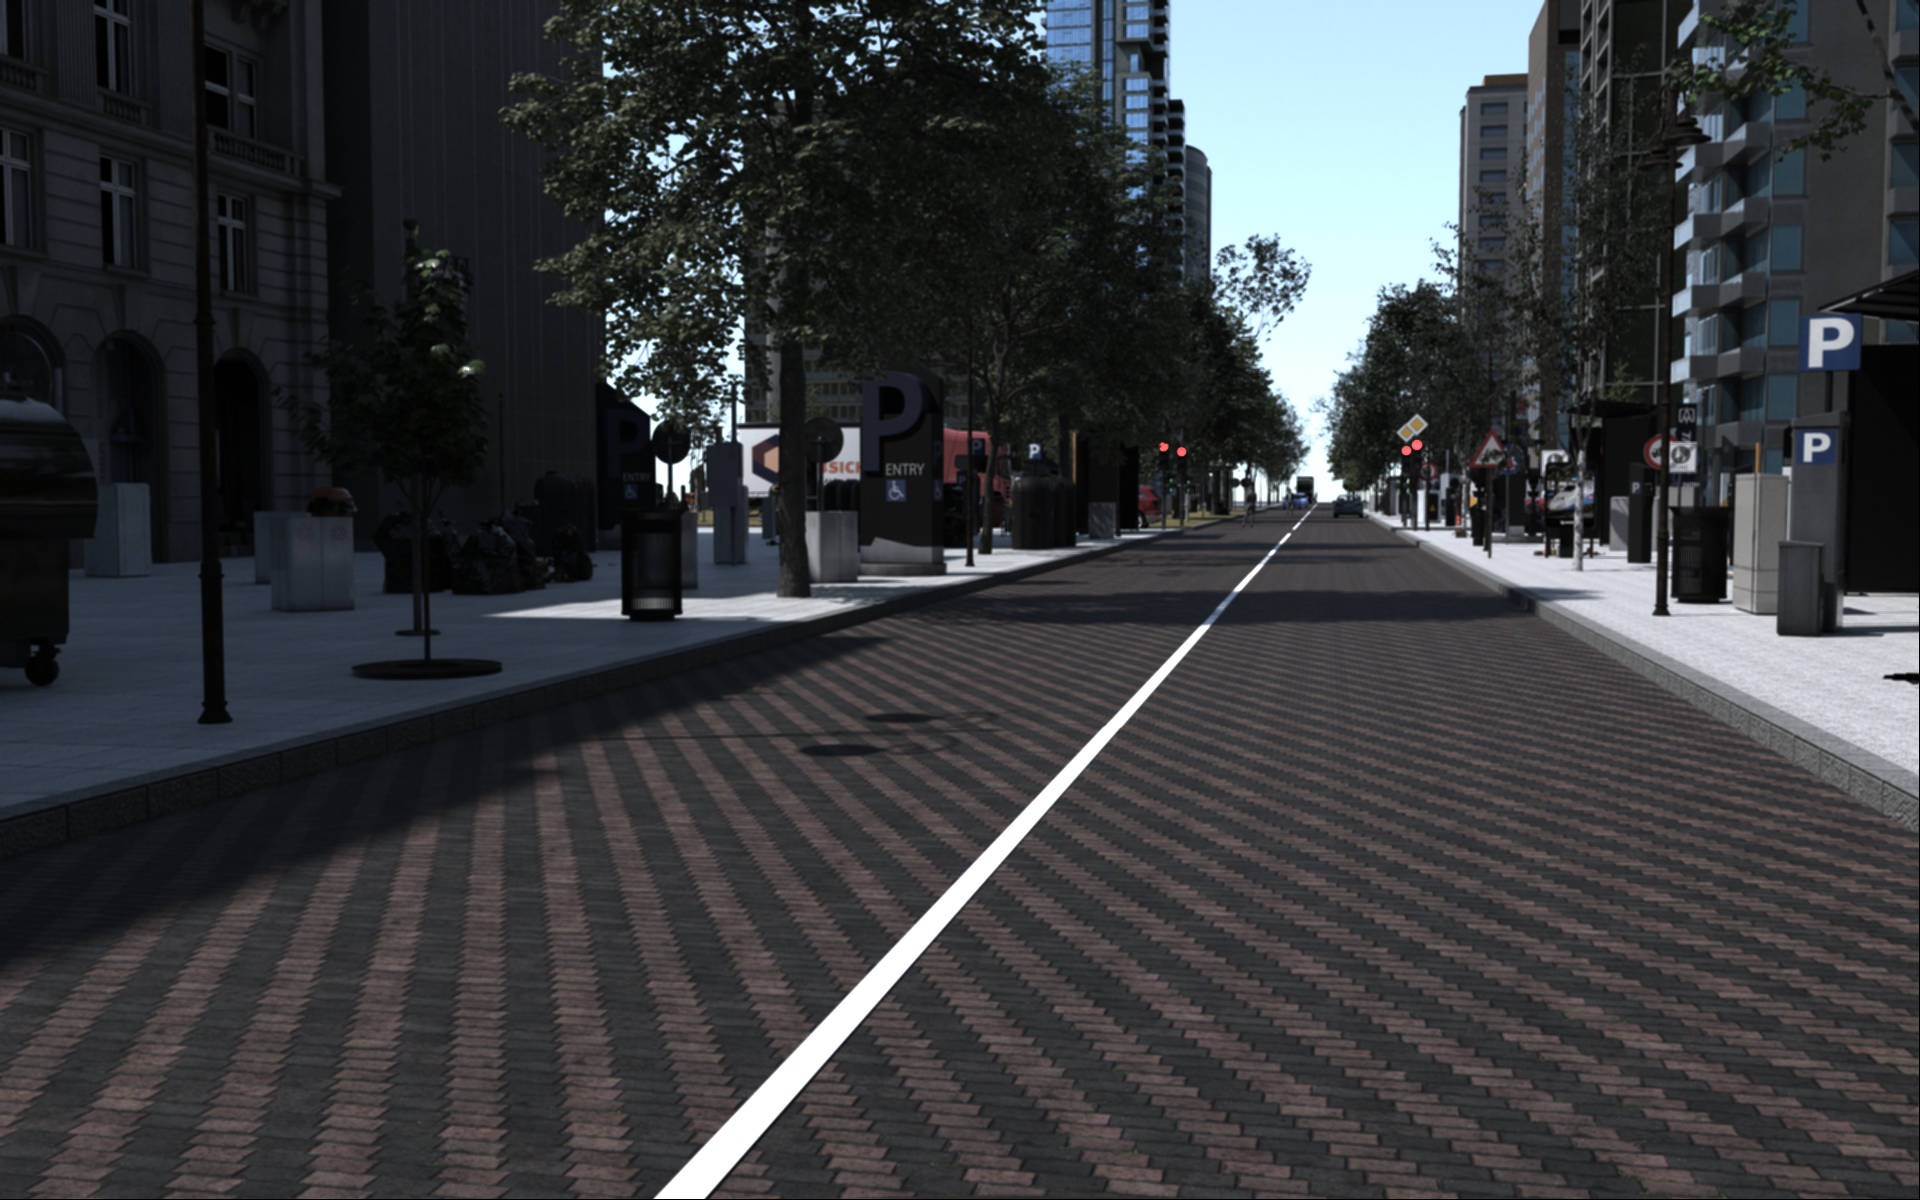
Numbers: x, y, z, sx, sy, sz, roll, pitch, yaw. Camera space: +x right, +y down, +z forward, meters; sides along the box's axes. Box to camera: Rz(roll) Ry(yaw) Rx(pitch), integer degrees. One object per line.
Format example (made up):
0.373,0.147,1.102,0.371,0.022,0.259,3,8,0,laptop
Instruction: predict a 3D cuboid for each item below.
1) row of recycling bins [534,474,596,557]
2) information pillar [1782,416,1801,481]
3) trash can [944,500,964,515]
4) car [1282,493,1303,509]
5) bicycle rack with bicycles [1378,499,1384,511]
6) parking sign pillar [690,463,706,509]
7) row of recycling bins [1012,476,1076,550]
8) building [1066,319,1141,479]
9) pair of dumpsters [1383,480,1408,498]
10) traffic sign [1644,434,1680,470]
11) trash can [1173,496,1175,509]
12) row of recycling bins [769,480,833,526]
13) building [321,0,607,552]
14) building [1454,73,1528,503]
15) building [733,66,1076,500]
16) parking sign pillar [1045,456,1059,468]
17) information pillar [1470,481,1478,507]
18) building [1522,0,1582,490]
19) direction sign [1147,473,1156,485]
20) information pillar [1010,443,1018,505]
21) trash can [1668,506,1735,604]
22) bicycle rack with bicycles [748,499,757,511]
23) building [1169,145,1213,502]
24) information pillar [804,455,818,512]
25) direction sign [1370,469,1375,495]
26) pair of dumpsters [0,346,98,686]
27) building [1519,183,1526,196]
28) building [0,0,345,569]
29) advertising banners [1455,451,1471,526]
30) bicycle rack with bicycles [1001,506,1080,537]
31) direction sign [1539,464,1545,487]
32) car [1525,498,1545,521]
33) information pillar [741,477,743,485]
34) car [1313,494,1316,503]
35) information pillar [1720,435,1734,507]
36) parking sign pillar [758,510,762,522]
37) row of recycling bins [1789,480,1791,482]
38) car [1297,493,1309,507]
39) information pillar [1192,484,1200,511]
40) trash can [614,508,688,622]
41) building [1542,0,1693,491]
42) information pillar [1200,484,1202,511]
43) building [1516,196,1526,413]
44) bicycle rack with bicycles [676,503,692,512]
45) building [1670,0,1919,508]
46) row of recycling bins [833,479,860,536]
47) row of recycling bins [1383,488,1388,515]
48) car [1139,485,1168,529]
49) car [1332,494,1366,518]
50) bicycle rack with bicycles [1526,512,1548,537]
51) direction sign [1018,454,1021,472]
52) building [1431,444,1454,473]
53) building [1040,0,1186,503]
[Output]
-8.400,-1.813,36.754,1.069,1.692,3.534,0,4,-4,row of recycling bins
25.111,-3.728,52.305,0.183,3.616,0.504,-3,5,-42,information pillar
-0.241,-2.015,44.592,0.748,1.137,0.748,0,3,0,trash can
31.454,-9.444,163.994,1.945,1.707,3.694,1,4,11,car
32.745,-7.264,132.140,2.925,0.926,2.852,-2,4,-30,bicycle rack with bicycles
-22.399,-9.758,148.021,1.447,3.967,1.447,1,4,18,parking sign pillar
1.987,-2.093,41.331,1.069,1.692,3.534,1,4,18,row of recycling bins
4.242,-20.920,187.084,27.650,21.520,28.899,1,4,12,building
29.282,-6.959,116.280,1.574,2.255,4.437,1,4,12,pair of dumpsters
14.830,-2.231,36.579,0.768,2.556,0.104,1,4,18,traffic sign
15.528,-6.832,123.357,0.748,1.137,0.748,0,3,0,trash can
-5.424,-3.305,61.145,3.534,1.692,1.069,3,5,42,row of recycling bins
-25.936,-13.965,47.401,30.058,24.678,14.314,1,4,12,building
82.301,-43.232,248.838,21.231,58.520,28.212,1,4,12,building
-3.164,-28.698,161.094,32.217,40.220,23.993,1,4,12,building
6.786,-8.290,124.018,1.447,3.967,1.447,0,4,-8,parking sign pillar
28.836,-6.466,97.070,0.183,3.616,0.504,-3,4,-38,information pillar
57.619,-30.713,152.261,14.600,45.320,14.200,1,4,12,building
15.659,-9.178,142.050,0.876,3.537,0.379,3,4,38,direction sign
2.373,-5.294,77.911,0.504,3.616,0.183,1,4,18,information pillar
8.710,-0.534,20.393,0.748,1.137,0.748,0,3,0,trash can
-15.910,-7.060,128.817,2.852,0.926,2.925,-3,5,-42,bicycle rack with bicycles
30.027,-45.565,286.980,21.231,58.520,28.212,1,4,12,building
-2.757,-1.629,31.132,0.304,2.012,0.304,-3,5,-43,information pillar
32.944,-8.936,138.092,0.876,3.537,0.379,-3,5,-41,direction sign
-6.947,-0.437,9.633,1.574,2.255,4.437,1,4,12,pair of dumpsters
73.166,-30.083,183.743,32.217,40.220,23.993,1,4,12,building
-21.631,-11.305,26.634,13.314,21.916,24.055,1,4,12,building
20.382,-4.563,70.787,0.090,3.025,2.074,-1,4,-10,advertising banners
2.353,-2.396,52.555,2.852,0.926,2.925,0,4,6,bicycle rack with bicycles
44.577,-8.574,132.187,0.876,3.537,0.379,-1,4,-17,direction sign
22.606,-3.331,63.128,5.304,1.827,2.281,1,4,10,car
-8.081,-3.574,62.921,0.304,2.012,0.304,1,4,20,information pillar
58.469,-17.024,288.570,2.015,1.641,3.980,1,4,14,car
30.334,-4.719,68.509,0.504,3.616,0.183,0,4,-3,information pillar
-8.475,-5.526,78.830,1.447,3.967,1.447,0,4,5,parking sign pillar
20.680,-2.183,42.809,1.069,1.692,3.534,-2,4,-33,row of recycling bins
36.762,-10.874,187.375,1.945,1.707,3.694,1,4,11,car
17.242,-7.512,127.308,0.304,2.012,0.304,1,4,16,information pillar
-3.133,-0.363,17.588,0.748,1.137,0.748,0,3,0,trash can
54.736,-42.015,125.196,20.563,71.187,20.611,1,4,12,building
18.252,-7.810,132.186,0.304,2.012,0.304,-3,5,-43,information pillar
60.793,-24.159,166.705,14.160,30.474,14.107,1,4,12,building
-20.351,-6.565,120.724,2.925,0.926,2.852,0,4,4,bicycle rack with bicycles
52.259,-28.576,86.830,30.456,49.044,23.786,1,4,12,building
-1.958,-2.663,50.648,3.534,1.692,1.069,3,4,38,row of recycling bins
26.274,-6.011,105.391,1.069,1.692,3.534,1,4,13,row of recycling bins
5.346,-3.562,66.914,5.304,1.827,2.281,1,4,13,car
23.621,-5.702,105.232,2.014,1.417,4.499,1,4,13,car
17.984,-2.243,50.057,2.925,0.926,2.852,1,4,23,bicycle rack with bicycles
3.113,-6.528,98.728,0.876,3.537,0.379,-2,4,-32,direction sign
90.434,-26.492,278.185,27.650,21.520,28.899,1,4,12,building
23.239,-57.778,257.345,22.319,86.520,31.000,1,4,12,building
